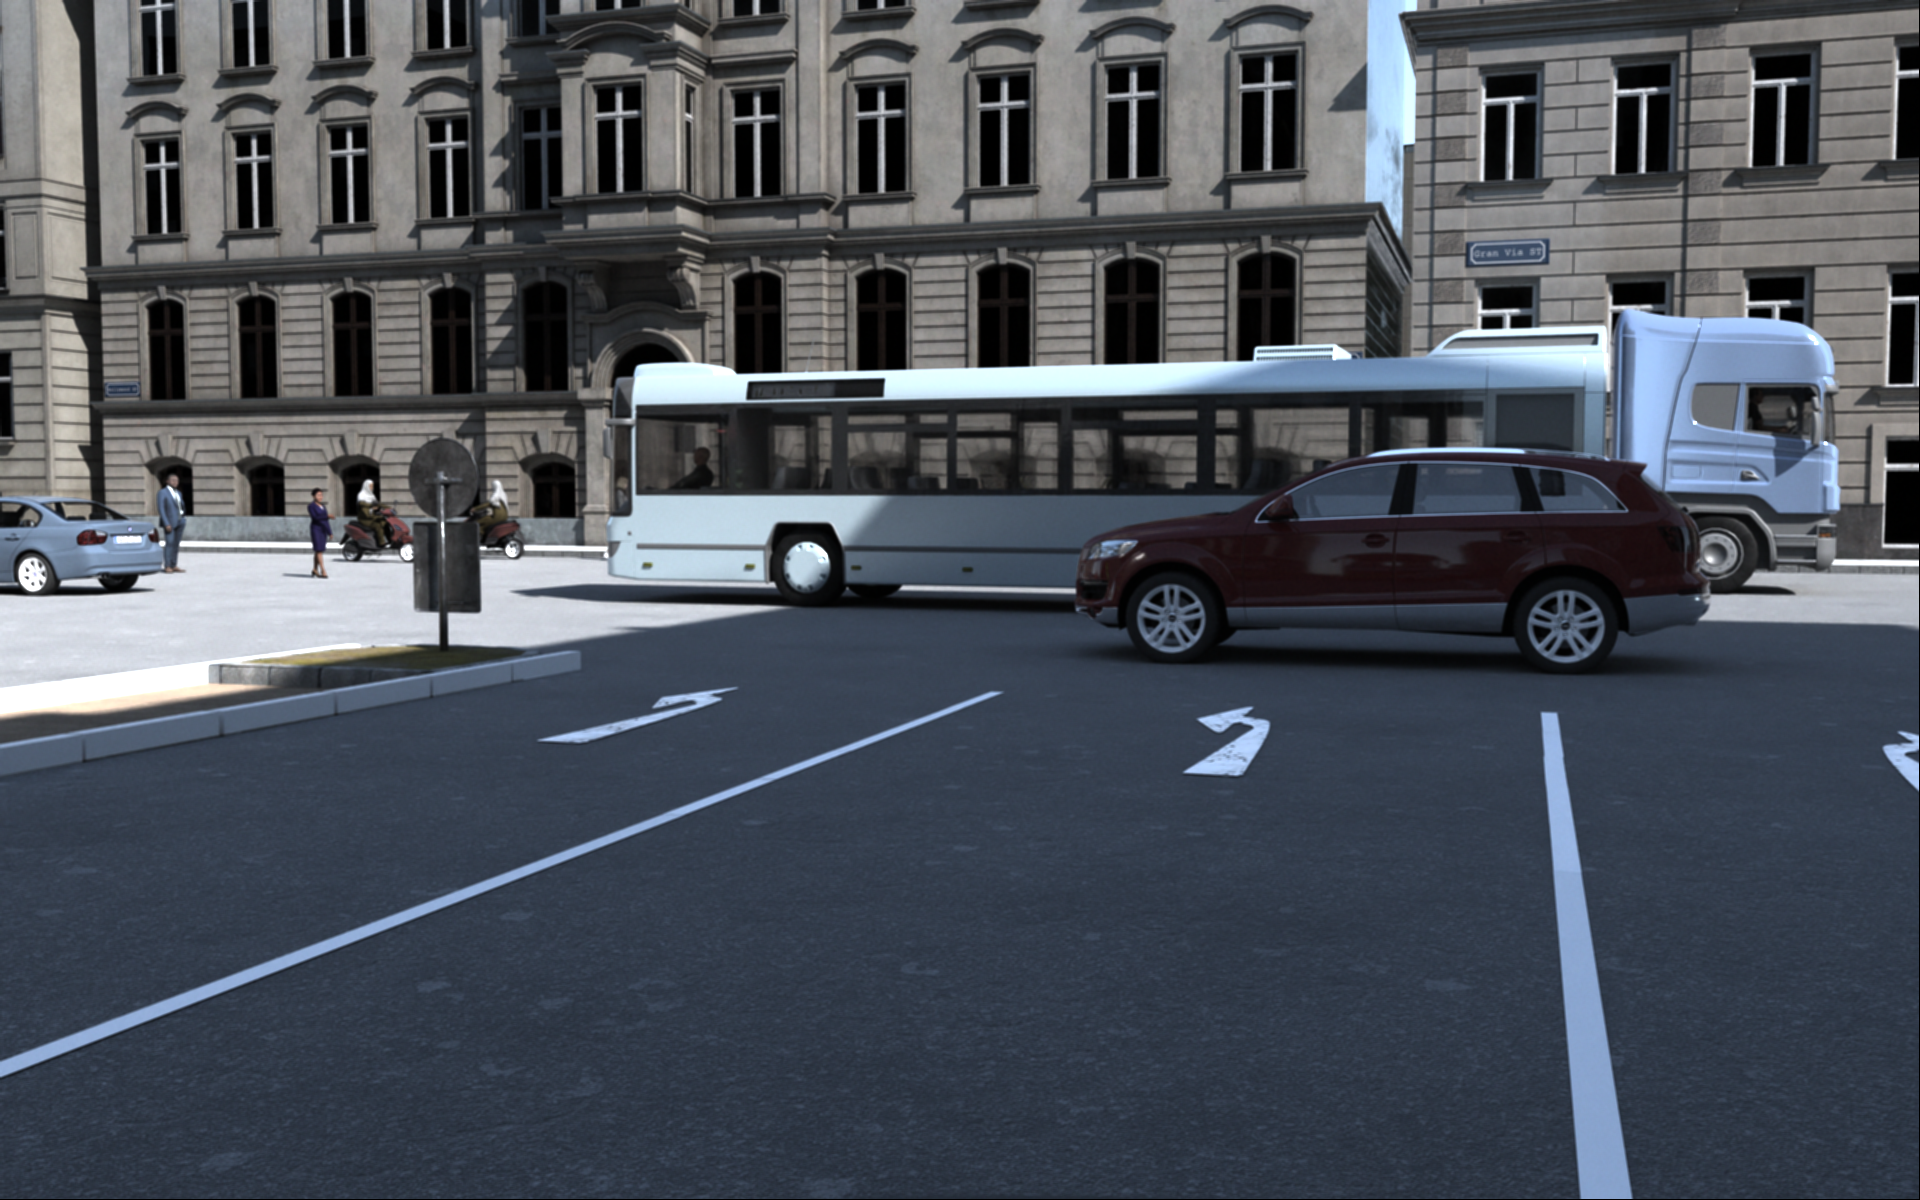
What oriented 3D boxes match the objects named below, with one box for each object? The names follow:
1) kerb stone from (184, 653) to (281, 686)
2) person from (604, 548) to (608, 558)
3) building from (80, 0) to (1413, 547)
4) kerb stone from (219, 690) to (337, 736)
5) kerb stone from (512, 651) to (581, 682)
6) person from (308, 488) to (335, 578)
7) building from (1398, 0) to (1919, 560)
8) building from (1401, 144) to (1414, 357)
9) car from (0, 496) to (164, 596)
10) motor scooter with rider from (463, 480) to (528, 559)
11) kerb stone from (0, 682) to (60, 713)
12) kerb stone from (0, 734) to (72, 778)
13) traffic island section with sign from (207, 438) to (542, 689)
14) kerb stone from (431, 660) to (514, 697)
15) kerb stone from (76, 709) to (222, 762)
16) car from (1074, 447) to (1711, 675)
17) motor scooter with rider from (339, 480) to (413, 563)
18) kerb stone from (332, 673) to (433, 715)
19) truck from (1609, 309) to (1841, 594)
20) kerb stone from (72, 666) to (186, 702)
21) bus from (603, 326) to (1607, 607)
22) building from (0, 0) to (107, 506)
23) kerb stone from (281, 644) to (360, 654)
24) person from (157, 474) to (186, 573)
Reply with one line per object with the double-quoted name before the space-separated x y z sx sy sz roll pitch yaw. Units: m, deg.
"kerb stone" -5.628 0.543 13.311 0.120 0.150 1.000 1 4 18
"person" -7.347 -1.760 37.462 0.728 1.800 0.709 -1 4 -10
"building" -5.828 -13.912 46.539 34.723 24.649 14.460 1 4 18
"kerb stone" -4.260 0.703 10.748 0.120 0.150 1.000 1 4 18
"kerb stone" -3.308 0.521 13.683 0.120 0.150 1.000 1 4 18
"person" -10.836 -1.143 29.559 0.546 1.535 0.453 0 4 2
"building" 22.625 -14.678 37.243 25.104 27.353 12.463 1 4 18
"building" 54.573 -31.267 194.803 14.086 41.232 14.154 1 4 18
"car" -13.975 -0.822 25.443 4.499 1.417 2.014 1 4 16
"motor scooter with rider" -10.411 -1.791 38.253 1.986 1.779 0.876 1 4 18
"kerb stone" -6.267 0.665 11.346 0.120 0.150 1.000 1 4 18
"kerb stone" -4.893 0.820 8.781 0.120 0.150 1.000 1 4 18
"traffic island section with sign" -4.410 -0.335 13.607 2.006 1.907 1.989 1 4 18
"kerb stone" -3.620 0.580 12.707 0.120 0.150 1.000 1 4 18
"kerb stone" -4.584 0.761 9.764 0.120 0.150 1.000 1 4 18
"car" 3.632 -0.389 15.040 5.304 1.827 2.281 1 4 16
"motor scooter with rider" -12.240 -1.677 36.389 1.986 1.779 0.876 1 4 19
"kerb stone" -3.939 0.640 11.730 0.120 0.150 1.000 1 4 18
"truck" 4.484 -2.342 28.044 18.799 4.110 2.967 1 4 19
"kerb stone" -5.944 0.603 12.329 0.120 0.150 1.000 1 4 18
"bus" 1.116 -1.661 22.010 13.247 3.499 2.948 1 4 19
"building" -36.165 -13.746 58.026 30.059 22.955 16.112 1 4 18
"kerb stone" -5.317 0.484 14.290 0.120 0.150 1.000 1 4 18
"person" -14.413 -1.405 31.658 0.419 1.800 0.721 0 4 8
